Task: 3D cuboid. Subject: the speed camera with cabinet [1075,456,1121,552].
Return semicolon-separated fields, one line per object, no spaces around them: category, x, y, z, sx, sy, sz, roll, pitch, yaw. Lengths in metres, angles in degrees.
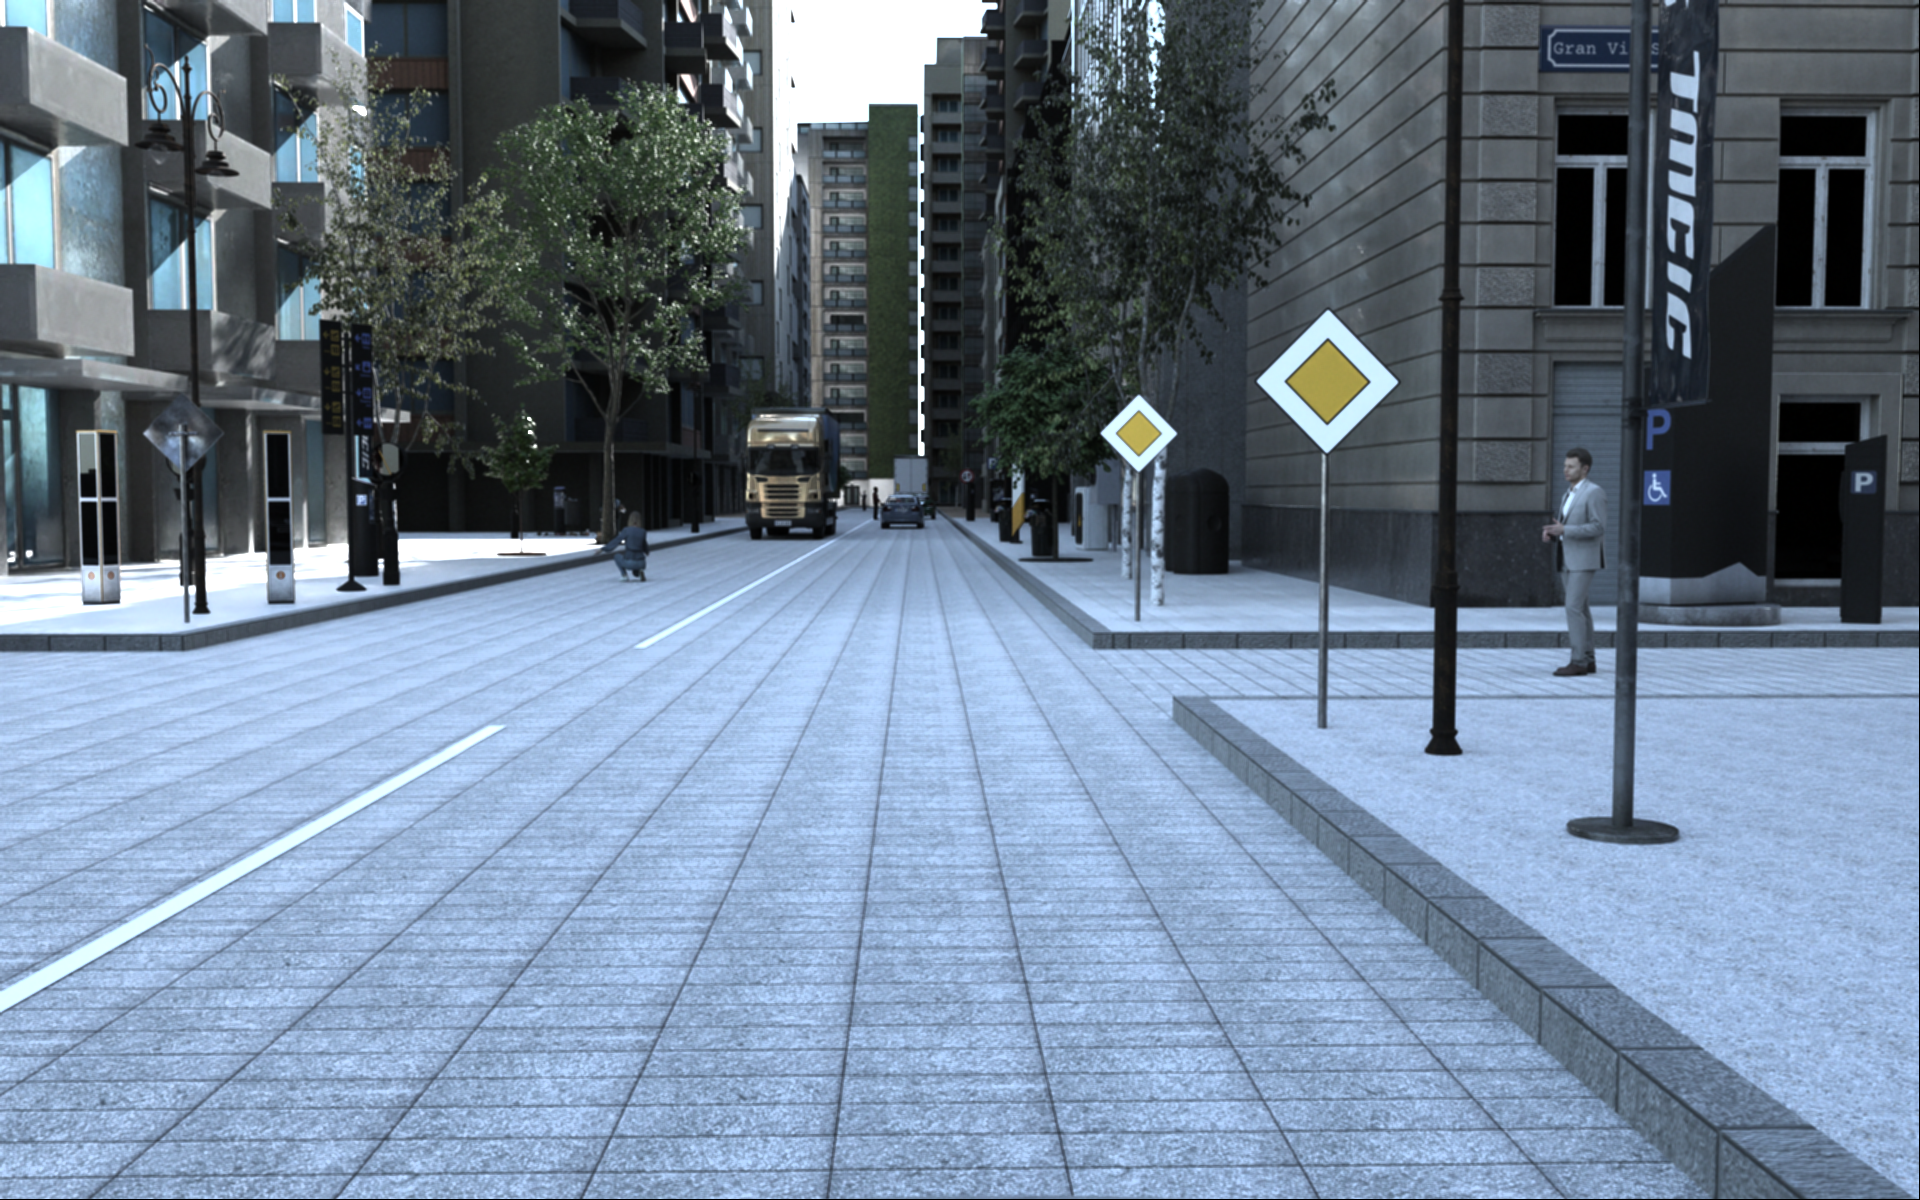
speed camera with cabinet;3.110;-2.748;39.261;0.660;3.252;2.038;-1;4;-10

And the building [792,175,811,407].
building;-20.830;-23.685;158.958;14.107;30.474;14.160;0;4;-1

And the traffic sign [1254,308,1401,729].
traffic sign;1.983;-0.354;9.431;0.795;2.450;0.064;0;4;-1

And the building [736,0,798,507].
building;-26.952;-33.430;135.819;28.713;52.752;27.495;0;4;-1

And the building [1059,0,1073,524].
building;11.197;-16.951;64.546;14.401;28.519;23.554;0;4;-1

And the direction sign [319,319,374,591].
direction sign;-8.084;-1.891;22.907;0.379;3.537;0.876;2;4;27

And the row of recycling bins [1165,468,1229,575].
row of recycling bins;3.940;-1.355;29.265;1.069;1.692;3.534;0;4;4

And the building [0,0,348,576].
building;-25.069;-25.238;32.243;23.786;49.044;30.456;0;4;-1

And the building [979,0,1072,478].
building;12.784;-29.499;136.934;22.147;44.769;28.867;0;4;-1

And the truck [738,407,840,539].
truck;-5.548;-4.247;58.360;2.839;4.237;11.283;0;4;-1

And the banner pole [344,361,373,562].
banner pole;-11.359;-2.619;32.830;0.401;3.779;0.863;1;4;15

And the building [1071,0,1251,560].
building;9.650;-13.748;42.809;12.078;24.808;19.932;0;4;-1

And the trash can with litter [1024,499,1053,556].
trash can with litter;1.702;-1.506;36.010;0.624;1.170;1.055;1;4;10

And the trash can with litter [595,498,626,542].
trash can with litter;-9.235;-2.094;45.626;0.624;1.170;1.055;0;4;5

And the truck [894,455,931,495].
truck;-3.598;-8.630;130.015;2.839;4.237;11.283;0;4;-1

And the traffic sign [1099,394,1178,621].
traffic sign;1.789;-0.842;17.414;0.795;2.450;0.064;0;4;-1

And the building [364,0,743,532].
building;-20.747;-25.410;70.081;22.147;44.769;28.867;0;4;-1

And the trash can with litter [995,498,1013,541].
trash can with litter;1.245;-2.175;46.953;0.624;1.170;1.055;0;4;1

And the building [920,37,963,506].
building;6.517;-34.530;188.267;21.600;48.544;21.300;0;4;-1

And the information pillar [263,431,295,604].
information pillar;-7.972;-0.965;20.278;0.304;2.012;0.304;-1;4;-22

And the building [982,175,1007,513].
building;15.742;-16.135;108.838;27.650;21.520;28.899;0;4;-1

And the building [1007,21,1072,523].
building;8.845;-15.611;84.922;12.332;23.373;15.834;0;4;-1

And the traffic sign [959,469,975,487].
traffic sign;0.349;-5.287;86.548;0.768;2.556;0.104;0;4;5

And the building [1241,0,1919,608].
building;17.277;-13.905;24.617;25.104;27.353;12.463;0;4;-1

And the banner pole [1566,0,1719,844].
banner pole;2.502;-0.989;6.189;0.401;3.779;0.863;0;4;-1

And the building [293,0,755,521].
building;-24.639;-29.775;106.437;23.786;49.044;30.456;0;4;-1

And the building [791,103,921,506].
building;-11.236;-30.639;184.545;14.086;41.232;14.154;0;4;-1

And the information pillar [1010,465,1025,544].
information pillar;1.506;-3.275;44.905;0.183;3.616;0.504;-2;4;-31

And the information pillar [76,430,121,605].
information pillar;-10.004;-0.956;20.125;0.304;2.012;0.304;1;4;16

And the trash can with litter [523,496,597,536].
trash can with litter;-12.264;-2.578;53.202;2.233;1.210;1.678;0;4;1

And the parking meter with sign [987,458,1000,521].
parking meter with sign;1.632;-5.249;82.083;0.543;3.016;1.738;0;4;-5

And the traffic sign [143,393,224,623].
traffic sign;-7.703;-0.829;17.204;0.795;2.450;0.064;0;4;-1

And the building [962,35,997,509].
building;7.130;-29.058;158.688;14.154;41.232;14.086;0;4;-1
